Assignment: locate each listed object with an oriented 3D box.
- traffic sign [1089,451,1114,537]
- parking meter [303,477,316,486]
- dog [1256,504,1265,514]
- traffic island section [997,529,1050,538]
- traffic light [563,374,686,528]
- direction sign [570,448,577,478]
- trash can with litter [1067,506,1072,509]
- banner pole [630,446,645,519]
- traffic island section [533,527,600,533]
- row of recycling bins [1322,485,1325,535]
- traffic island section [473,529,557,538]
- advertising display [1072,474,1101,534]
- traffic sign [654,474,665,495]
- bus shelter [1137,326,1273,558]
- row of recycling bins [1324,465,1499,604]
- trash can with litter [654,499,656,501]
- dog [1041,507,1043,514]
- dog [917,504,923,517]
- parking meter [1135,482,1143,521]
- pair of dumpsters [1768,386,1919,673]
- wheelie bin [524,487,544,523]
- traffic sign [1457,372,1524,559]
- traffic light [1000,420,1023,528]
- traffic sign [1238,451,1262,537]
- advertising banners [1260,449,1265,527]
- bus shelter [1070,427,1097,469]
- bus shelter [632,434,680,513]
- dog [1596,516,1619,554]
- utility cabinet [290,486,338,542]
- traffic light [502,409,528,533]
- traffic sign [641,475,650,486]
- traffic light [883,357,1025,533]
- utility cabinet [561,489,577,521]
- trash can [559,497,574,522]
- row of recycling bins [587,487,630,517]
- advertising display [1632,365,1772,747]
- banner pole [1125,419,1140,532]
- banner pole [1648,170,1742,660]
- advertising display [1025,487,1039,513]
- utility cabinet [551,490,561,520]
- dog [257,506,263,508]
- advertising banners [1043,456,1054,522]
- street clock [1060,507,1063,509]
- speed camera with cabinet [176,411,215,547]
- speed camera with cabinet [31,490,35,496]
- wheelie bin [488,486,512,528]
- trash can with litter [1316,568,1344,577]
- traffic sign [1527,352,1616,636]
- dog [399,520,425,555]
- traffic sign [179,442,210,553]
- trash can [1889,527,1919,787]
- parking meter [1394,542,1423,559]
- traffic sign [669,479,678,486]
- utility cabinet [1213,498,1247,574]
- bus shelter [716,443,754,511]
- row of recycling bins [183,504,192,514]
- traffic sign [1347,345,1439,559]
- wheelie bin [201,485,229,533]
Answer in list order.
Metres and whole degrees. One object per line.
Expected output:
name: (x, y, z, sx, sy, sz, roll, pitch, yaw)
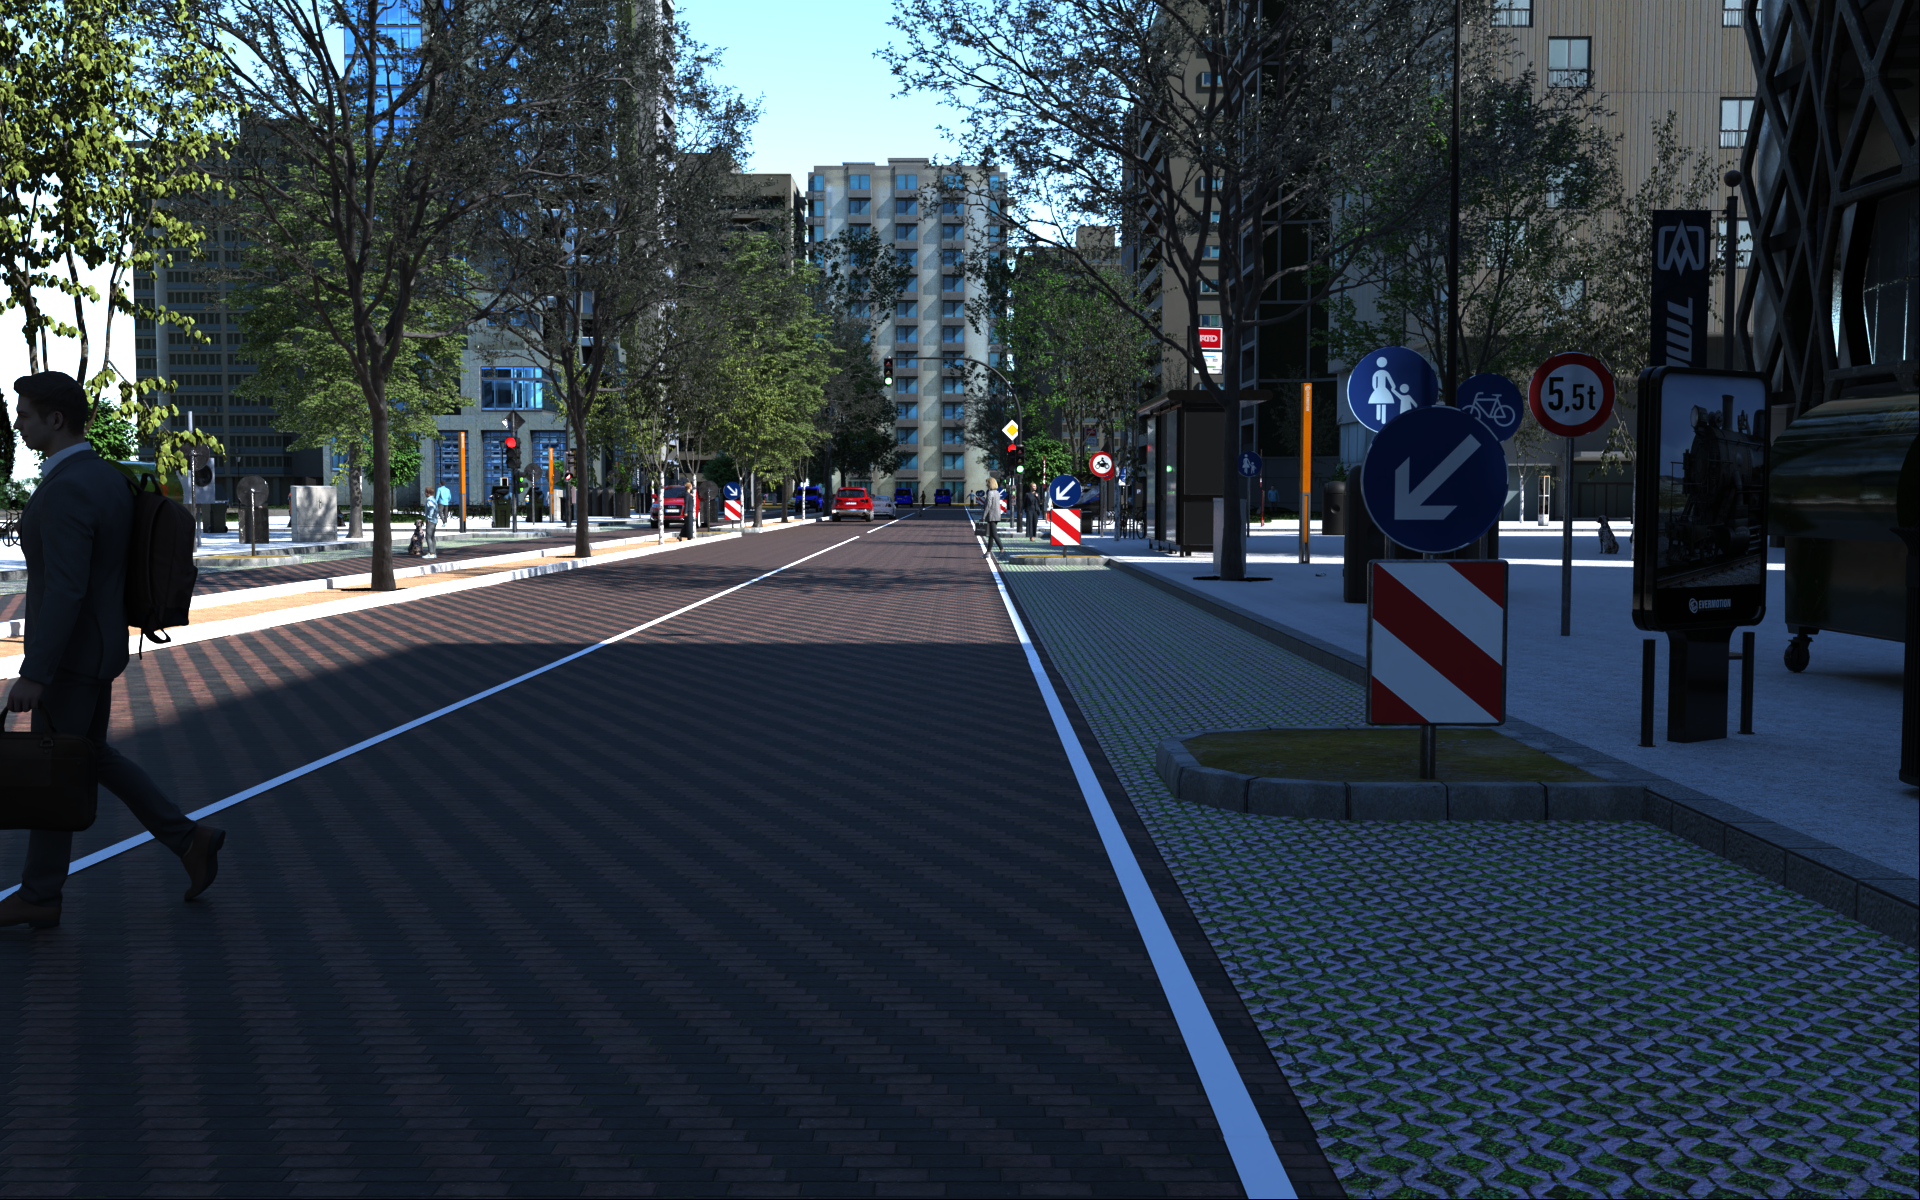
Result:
traffic sign: (4.225, -3.143, 51.490, 0.768, 2.556, 0.104, 0, 4, 3)
parking meter: (-21.700, -3.188, 57.840, 0.399, 1.863, 0.255, -3, 5, -44)
dog: (16.717, -5.063, 97.162, 0.800, 0.831, 0.513, 1, 4, 10)
traffic island section: (1.996, -2.165, 57.673, 2.009, 0.180, 2.903, 0, 3, 0)
traffic light: (-12.715, -5.559, 65.560, 4.771, 5.953, 1.251, 0, 3, 0)
direction sign: (-18.820, -5.718, 85.488, 0.876, 3.537, 0.379, 1, 4, 16)
trash can with litter: (4.955, -4.104, 78.492, 0.624, 1.170, 1.055, 1, 4, 9)
banner pole: (-16.988, -6.170, 90.902, 0.863, 3.779, 0.401, 2, 4, 32)
traffic island section: (-14.847, -2.653, 65.659, 2.009, 0.180, 2.903, 0, 3, 0)
row of recycling bins: (12.608, -2.915, 54.775, 3.534, 1.692, 1.069, -3, 5, -44)
traffic island section: (-14.845, -2.165, 57.674, 2.009, 0.180, 2.903, 0, 3, 0)
advertising display: (4.089, -3.101, 55.908, 0.974, 1.923, 0.123, 1, 4, 23)
traffic sign: (-18.822, -6.609, 108.156, 0.768, 2.556, 0.104, 0, 4, 8)
bus shelter: (5.234, -3.758, 39.071, 2.179, 5.291, 8.768, 0, 3, 0)
row of recycling bins: (5.842, -0.886, 21.591, 1.069, 1.692, 3.534, 3, 4, 37)
trash can with litter: (-18.824, -6.067, 110.259, 2.233, 1.210, 1.678, -1, 4, -23)
dog: (5.030, -5.322, 103.851, 0.406, 0.507, 0.540, 0, 4, -4)
dog: (-2.620, -5.659, 109.368, 0.800, 0.831, 0.513, -3, 4, -39)
parking meter: (8.365, -4.609, 81.067, 0.399, 1.863, 0.255, 0, 4, 1)
pair of dumpsters: (6.561, -0.483, 10.398, 1.574, 2.255, 4.437, 0, 3, 0)
wheelie bin: (-19.167, -4.296, 78.155, 0.693, 1.594, 0.980, 2, 4, 25)
traffic sign: (5.530, -1.111, 18.265, 0.768, 2.556, 0.104, 0, 4, 0)
traffic light: (1.955, -4.686, 65.544, 0.839, 4.253, 0.868, 0, 3, 0)
traffic sign: (8.535, -3.126, 51.213, 0.768, 2.556, 0.104, 0, 4, 1)
advertising banners: (11.906, -4.407, 68.234, 0.090, 3.025, 2.074, 1, 4, 14)
bus shelter: (7.172, -7.601, 101.906, 2.179, 5.291, 8.768, 0, 3, 0)
bus shelter: (-20.980, -8.667, 119.335, 2.179, 5.291, 8.768, 0, 3, 0)
dog: (13.865, -1.393, 37.152, 0.513, 0.831, 0.800, 2, 4, 26)
utility cabinet: (-17.280, -2.305, 46.361, 0.318, 1.500, 1.173, 3, 4, 39)
traffic light: (-14.805, -4.197, 57.540, 0.839, 4.253, 0.868, 0, 3, 0)
traffic sign: (-20.723, -6.953, 113.791, 0.768, 2.556, 0.104, 0, 4, 8)
traffic light: (-0.136, -5.061, 57.417, 4.771, 5.953, 1.251, 0, 3, 0)
utility cabinet: (-18.342, -4.520, 82.576, 1.173, 1.500, 0.318, 2, 4, 33)
trash can: (-18.286, -4.218, 80.625, 0.748, 1.137, 0.748, 0, 3, 0)
row of recycling bins: (-20.069, -5.571, 98.194, 3.534, 1.692, 1.069, 3, 4, 36)
advertising display: (3.851, -0.231, 8.989, 0.974, 1.923, 0.123, -2, 4, -33)
banner pole: (5.743, -4.172, 58.234, 0.401, 3.779, 0.863, -1, 4, -22)
banner pole: (5.744, -1.436, 13.489, 0.863, 3.779, 0.401, 0, 4, -2)
advertising display: (4.811, -6.799, 116.385, 0.974, 1.923, 0.123, 0, 4, -4)
utility cabinet: (-19.787, -4.674, 85.106, 0.318, 1.500, 1.173, 0, 4, 2)
dog: (-27.367, -3.270, 67.843, 0.513, 0.831, 0.800, 0, 4, 6)
advertising banners: (4.098, -5.139, 80.217, 0.090, 3.025, 2.074, 1, 4, 18)
street clock: (5.713, -5.674, 97.347, 0.358, 2.002, 0.471, 0, 4, 4)
speed camera with cabinet: (-18.660, -2.843, 40.811, 0.660, 3.252, 2.038, 3, 4, 37)
speed camera with cabinet: (-36.365, -4.605, 69.632, 2.038, 3.252, 0.660, 1, 4, 17)
wheelie bin: (-17.375, -3.535, 65.704, 0.980, 1.594, 0.693, -2, 4, -29)
trash can with litter: (6.496, -0.937, 26.375, 1.678, 1.210, 2.233, -3, 5, -43)
traffic sign: (5.486, -0.948, 15.614, 0.768, 2.556, 0.104, 0, 4, 7)
dog: (-13.043, -1.489, 41.183, 0.800, 0.831, 0.513, -3, 5, -44)
traffic sign: (-16.755, -2.309, 37.850, 0.768, 2.556, 0.104, 1, 4, 9)
trash can: (4.302, 0.269, 7.263, 0.748, 1.137, 0.748, 0, 3, 0)
parking meter: (4.132, -0.460, 15.927, 0.372, 1.533, 0.369, 0, 3, 0)
traffic sign: (-19.526, -7.098, 118.187, 0.606, 2.300, 0.079, 0, 4, 2)
utility cabinet: (4.393, -1.041, 28.179, 0.306, 1.237, 1.020, 0, 4, -6)
bus shelter: (-17.286, -9.530, 133.450, 2.179, 5.291, 8.768, 0, 4, 0)
row of recycling bins: (-31.747, -3.779, 68.905, 3.534, 1.692, 1.069, 2, 4, 32)
traffic sign: (3.715, -0.908, 14.945, 0.768, 2.556, 0.104, 0, 4, 8)
wheelie bin: (-24.635, -3.009, 57.101, 0.693, 1.594, 0.980, 2, 4, 32)
